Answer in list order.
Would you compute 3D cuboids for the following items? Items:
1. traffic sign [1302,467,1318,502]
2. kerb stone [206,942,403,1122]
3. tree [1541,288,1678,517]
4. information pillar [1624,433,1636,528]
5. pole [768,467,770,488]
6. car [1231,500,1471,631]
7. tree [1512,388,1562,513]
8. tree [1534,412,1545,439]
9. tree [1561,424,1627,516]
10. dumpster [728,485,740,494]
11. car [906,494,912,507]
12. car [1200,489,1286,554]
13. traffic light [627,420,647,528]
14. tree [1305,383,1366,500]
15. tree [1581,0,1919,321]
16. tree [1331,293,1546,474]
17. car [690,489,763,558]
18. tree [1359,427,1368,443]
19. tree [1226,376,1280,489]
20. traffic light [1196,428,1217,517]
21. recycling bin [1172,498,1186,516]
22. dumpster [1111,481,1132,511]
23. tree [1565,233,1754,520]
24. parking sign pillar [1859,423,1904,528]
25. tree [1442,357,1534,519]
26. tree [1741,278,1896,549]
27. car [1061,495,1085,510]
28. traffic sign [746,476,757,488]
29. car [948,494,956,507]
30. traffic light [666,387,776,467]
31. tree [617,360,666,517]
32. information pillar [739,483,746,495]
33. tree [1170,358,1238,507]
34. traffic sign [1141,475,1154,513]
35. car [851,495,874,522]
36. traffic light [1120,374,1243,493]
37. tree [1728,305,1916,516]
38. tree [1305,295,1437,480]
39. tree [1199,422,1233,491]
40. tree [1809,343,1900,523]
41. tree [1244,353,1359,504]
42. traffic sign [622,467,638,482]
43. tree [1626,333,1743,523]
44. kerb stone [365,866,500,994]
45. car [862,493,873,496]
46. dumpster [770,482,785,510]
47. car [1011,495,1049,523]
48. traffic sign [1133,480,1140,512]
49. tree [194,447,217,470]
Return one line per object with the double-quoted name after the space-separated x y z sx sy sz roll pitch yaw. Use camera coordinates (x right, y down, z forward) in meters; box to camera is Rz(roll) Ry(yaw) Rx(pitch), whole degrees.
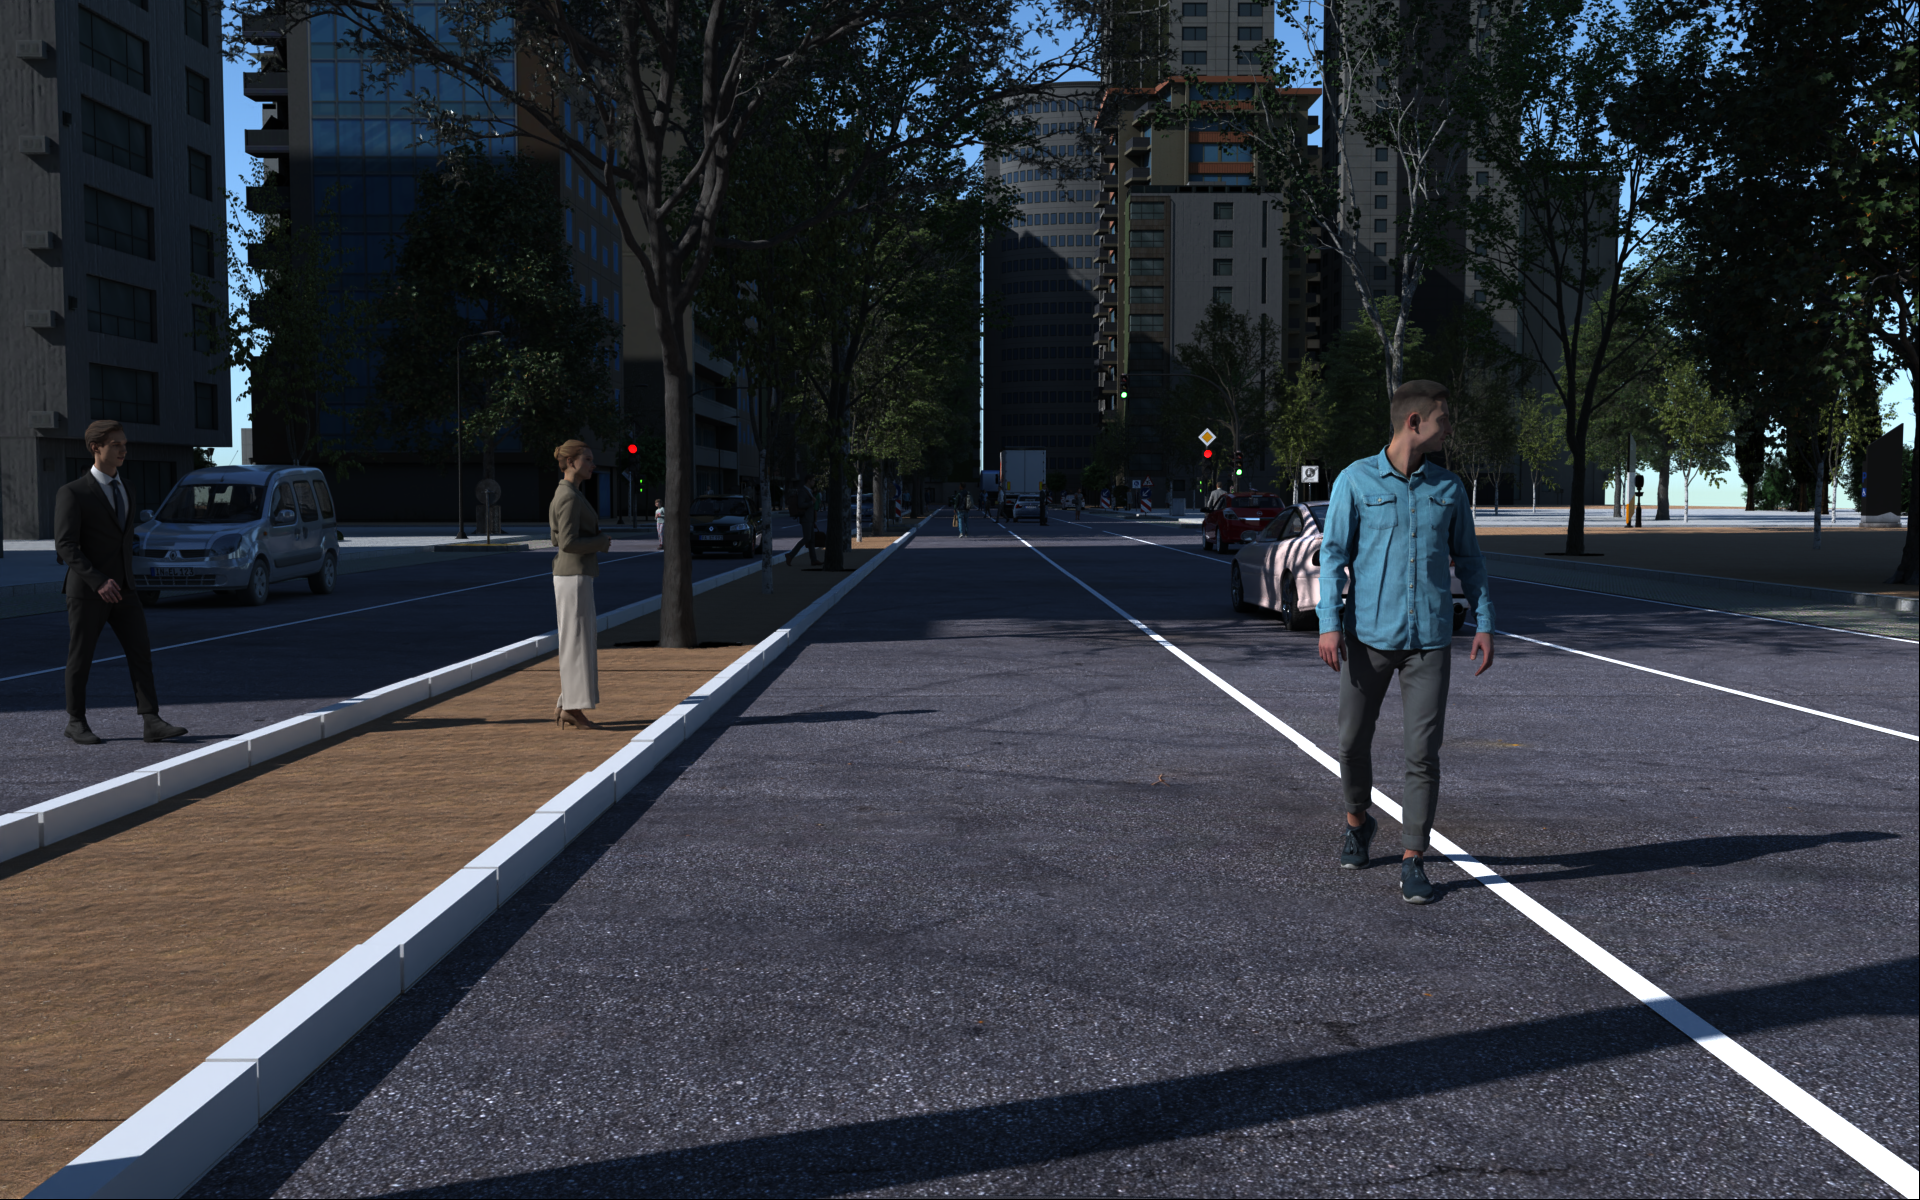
12.752 -3.731 63.135 0.606 2.300 0.079 0 4 5 "traffic sign"
-1.655 1.086 4.439 0.120 0.150 1.000 0 3 0 "kerb stone"
35.892 -10.833 95.253 7.486 12.596 7.792 0 3 0 "tree"
25.609 -4.571 66.092 0.504 3.616 0.183 -3 5 -41 "information pillar"
-14.398 -8.332 130.066 0.158 3.312 0.155 0 3 0 "pole"
4.308 -0.440 19.561 2.083 1.381 4.827 0 4 -2 "car"
39.364 -10.269 118.264 4.737 8.622 4.395 0 3 0 "tree"
32.072 -9.318 102.713 4.360 8.622 3.978 0 3 0 "tree"
39.396 -9.346 103.165 4.737 8.622 4.395 0 3 0 "tree"
-14.564 -6.608 113.796 1.264 1.857 1.865 0 3 0 "dumpster"
-5.133 -11.211 193.087 2.009 1.686 4.222 0 4 -2 "car"
7.062 -2.061 42.741 2.155 1.783 4.494 0 4 1 "car"
-12.294 -4.684 65.502 0.839 4.253 0.868 0 3 0 "traffic light"
24.335 -9.983 113.586 4.360 8.622 3.978 0 3 0 "tree"
29.440 -12.189 55.176 12.611 20.169 13.585 0 3 0 "tree"
22.848 -8.941 80.596 8.767 10.594 7.601 -3 5 -42 "tree"
-5.483 -1.838 39.832 2.009 1.686 4.222 0 4 -1 "car"
23.360 -9.603 107.363 4.737 8.622 4.395 0 3 0 "tree"
18.221 -9.698 108.917 4.360 8.622 3.978 0 3 0 "tree"
10.457 -5.175 73.532 0.839 4.253 0.868 0 3 0 "traffic light"
12.779 -5.411 101.017 0.722 1.027 0.722 1 4 14 "recycling bin"
12.488 -8.025 133.703 1.502 2.255 1.985 0 4 0 "dumpster"
35.040 -10.950 85.693 9.857 13.997 8.962 0 3 0 "tree"
35.119 -4.740 65.973 1.447 3.967 1.447 0 4 3 "parking sign pillar"
26.293 -8.464 88.741 4.360 8.622 3.978 0 3 0 "tree"
19.917 -5.496 40.228 4.360 8.622 3.978 0 3 0 "tree"
10.180 -8.760 155.585 2.083 1.381 4.827 0 4 -1 "car"
-14.800 -7.505 122.712 0.884 2.594 0.081 0 4 6 "traffic sign"
-0.368 -11.356 197.469 2.131 1.459 4.920 0 4 2 "car"
-10.213 -6.046 73.525 4.771 5.953 1.251 0 3 0 "traffic light"
-18.149 -8.873 95.438 4.360 8.622 3.978 0 3 0 "tree"
-13.904 -6.502 110.807 0.304 2.012 0.304 -3 4 -36 "information pillar"
18.771 -12.287 126.652 9.928 11.665 9.643 0 3 0 "tree"
12.503 -7.052 115.306 0.884 2.594 0.081 1 4 9 "traffic sign"
-5.159 -4.769 89.983 2.014 1.417 4.499 0 4 0 "car"
8.375 -5.550 65.403 4.771 5.953 1.251 0 3 0 "traffic light"
63.012 -13.844 128.175 13.155 14.587 18.604 -1 4 -18 "tree"
23.924 -11.090 99.451 7.486 12.596 7.792 0 3 0 "tree"
21.541 -11.903 144.968 4.737 8.622 4.395 0 3 0 "tree"
38.719 -7.684 76.001 4.737 8.622 4.395 0 3 0 "tree"
17.701 -8.603 91.024 4.737 8.622 4.395 0 3 0 "tree"
-14.658 -4.725 76.980 0.795 2.593 0.064 0 4 5 "traffic sign"
32.715 -7.781 77.586 4.737 8.622 4.395 0 3 0 "tree"
-1.653 1.030 5.461 0.120 0.150 1.000 0 3 0 "kerb stone"
-5.851 -6.233 110.708 1.959 1.807 4.718 0 4 -1 "car"
-14.542 -8.147 135.702 1.502 2.255 1.985 0 3 0 "dumpster"
3.576 -4.670 88.364 2.014 1.417 4.499 0 4 2 "car"
12.905 -7.619 126.708 0.606 2.300 0.079 0 4 0 "traffic sign"
-45.222 -7.189 101.257 4.285 4.588 4.351 0 3 0 "tree"
